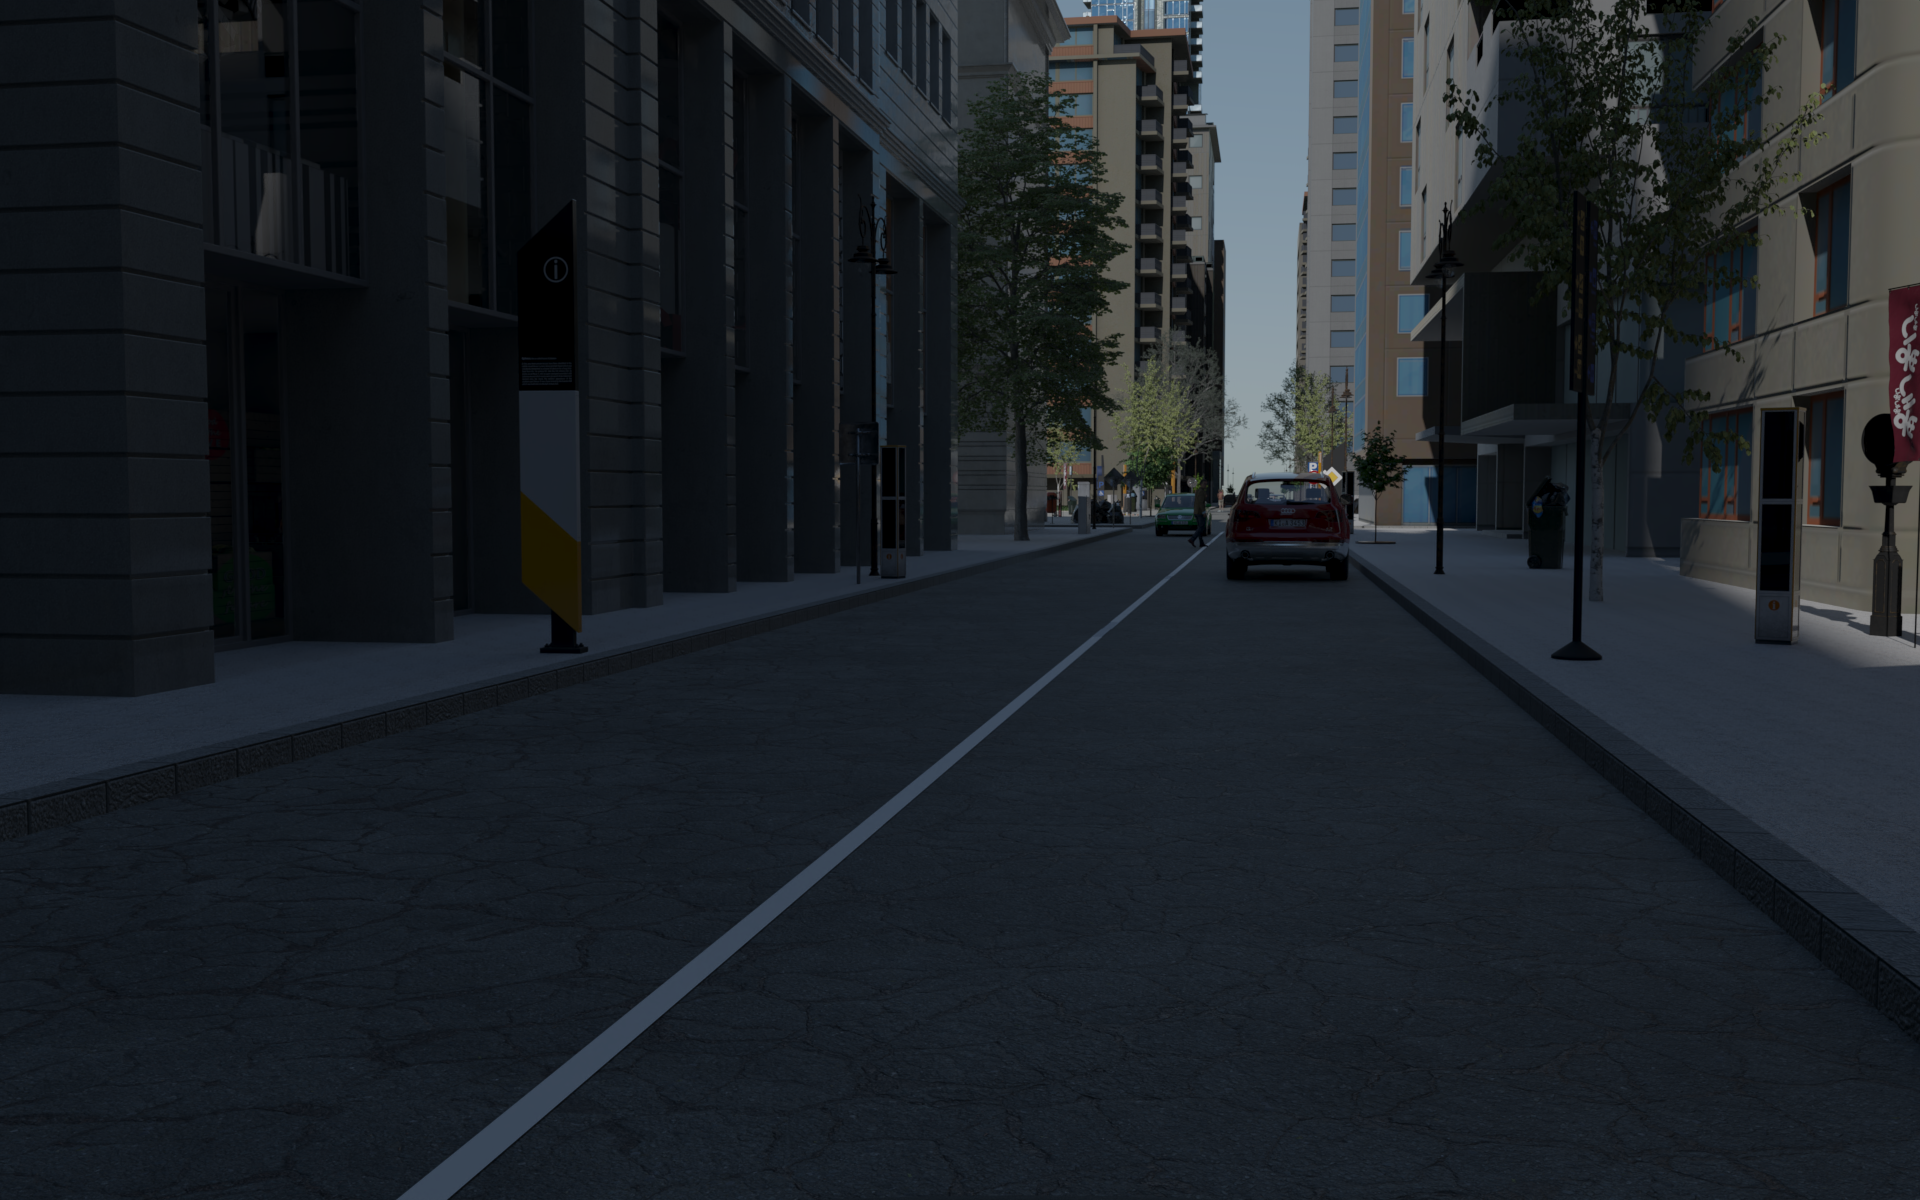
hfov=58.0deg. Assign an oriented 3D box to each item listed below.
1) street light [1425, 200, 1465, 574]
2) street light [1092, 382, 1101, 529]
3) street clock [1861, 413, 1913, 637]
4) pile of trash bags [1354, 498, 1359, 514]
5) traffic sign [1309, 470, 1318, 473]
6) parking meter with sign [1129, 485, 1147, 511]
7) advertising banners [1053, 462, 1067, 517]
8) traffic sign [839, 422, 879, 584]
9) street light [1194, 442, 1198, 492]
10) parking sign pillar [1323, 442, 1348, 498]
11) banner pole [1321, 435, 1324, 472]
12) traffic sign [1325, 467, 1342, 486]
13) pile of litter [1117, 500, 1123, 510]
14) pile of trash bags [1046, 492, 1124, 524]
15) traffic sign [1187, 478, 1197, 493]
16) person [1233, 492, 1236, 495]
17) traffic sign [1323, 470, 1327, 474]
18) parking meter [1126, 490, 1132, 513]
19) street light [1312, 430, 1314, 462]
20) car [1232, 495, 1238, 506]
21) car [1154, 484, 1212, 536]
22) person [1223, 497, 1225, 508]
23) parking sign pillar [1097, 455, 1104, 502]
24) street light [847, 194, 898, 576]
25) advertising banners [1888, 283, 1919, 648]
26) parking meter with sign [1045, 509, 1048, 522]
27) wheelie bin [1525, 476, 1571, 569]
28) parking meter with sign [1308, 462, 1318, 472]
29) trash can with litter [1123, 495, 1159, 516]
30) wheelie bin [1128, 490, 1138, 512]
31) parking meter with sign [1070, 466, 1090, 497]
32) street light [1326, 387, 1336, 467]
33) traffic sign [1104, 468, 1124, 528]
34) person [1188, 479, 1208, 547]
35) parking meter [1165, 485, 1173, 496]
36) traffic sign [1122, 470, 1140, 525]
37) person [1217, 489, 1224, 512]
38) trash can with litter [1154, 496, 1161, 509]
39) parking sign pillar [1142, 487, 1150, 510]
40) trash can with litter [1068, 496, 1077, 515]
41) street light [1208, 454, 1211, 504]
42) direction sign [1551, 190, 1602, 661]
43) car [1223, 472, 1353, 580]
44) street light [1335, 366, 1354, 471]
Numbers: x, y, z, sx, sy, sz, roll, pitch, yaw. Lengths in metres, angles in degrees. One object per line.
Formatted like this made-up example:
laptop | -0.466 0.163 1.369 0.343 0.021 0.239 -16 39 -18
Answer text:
street light | 7.678 -3.350 27.564 0.468 5.910 1.993 1 4 10
street light | 4.906 -5.527 63.159 0.468 5.910 1.993 1 4 10
street clock | 8.376 -0.675 15.609 0.358 2.002 0.471 -1 4 -20
pile of trash bags | 25.367 -6.244 111.838 1.912 1.369 3.447 -1 4 -20
traffic sign | 18.900 -5.655 92.557 0.768 2.556 0.104 1 4 11
parking meter with sign | 13.702 -8.406 133.693 0.543 3.016 1.738 -3 5 -45
advertising banners | 5.592 -6.158 96.864 0.090 3.025 2.074 -1 4 -18
traffic sign | -1.443 -1.375 24.611 0.606 2.300 0.079 1 4 18
street light | 20.216 -10.755 148.631 0.468 5.910 1.993 1 4 10
parking sign pillar | 19.413 -6.201 89.860 1.447 3.967 1.447 3 4 37
banner pole | 15.203 -5.057 72.694 0.401 3.779 0.863 1 4 8
traffic sign | 13.639 -3.666 63.586 0.795 2.450 0.064 1 4 10
pile of litter | 13.276 -7.862 142.502 1.719 0.858 1.176 -2 4 -29
pile of trash bags | 5.326 -4.004 75.221 3.447 1.369 1.912 -1 4 -10
traffic sign | 17.975 -8.195 134.088 0.768 2.556 0.104 1 4 11
person | 38.258 -14.221 241.684 0.551 1.740 0.621 2 4 31
traffic sign | 15.040 -4.147 71.448 0.795 2.450 0.064 1 4 10
parking meter | 11.348 -6.603 116.364 0.372 1.533 0.369 0 3 0
street light | 22.330 -8.373 109.679 0.468 5.910 1.993 1 4 10
car | 31.381 -11.102 193.881 2.083 1.381 4.827 1 4 9
car | 7.793 -3.147 60.253 1.959 1.807 4.718 1 4 11
person | 27.496 -10.353 181.001 0.697 1.427 0.421 2 4 33
parking sign pillar | 9.669 -7.980 118.937 1.447 3.967 1.447 0 4 2
street light | -1.345 -3.318 27.031 0.468 5.910 1.993 1 4 10
advertising banners | 7.994 -1.078 13.814 0.090 3.025 2.074 0 4 -4
parking meter with sign | 3.594 -5.108 79.780 0.543 3.016 1.738 1 4 20
wheelie bin | 10.135 -1.343 29.860 0.693 1.594 0.980 2 4 24
parking meter with sign | 19.493 -6.094 95.896 0.543 3.016 1.738 1 4 9
trash can with litter | 10.439 -5.677 103.883 2.233 1.210 1.678 -3 4 -37
wheelie bin | 12.243 -7.085 123.751 0.693 1.594 0.980 -2 4 -34
parking meter with sign | 7.756 -6.850 108.252 1.738 3.016 0.543 0 4 -7
street light | 16.000 -6.221 74.499 0.468 5.910 1.993 1 4 10
traffic sign | 5.772 -3.753 65.003 0.795 2.450 0.064 1 4 10
person | 6.471 -2.340 46.675 0.836 1.842 0.656 -3 5 -41
parking meter | 12.550 -6.015 104.053 0.399 1.863 0.255 -3 4 -36
traffic sign | 7.173 -4.234 72.865 0.795 2.450 0.064 1 4 10
person | 21.483 -8.188 142.342 0.573 1.828 0.580 3 5 44
trash can with litter | 16.696 -8.135 144.394 1.055 1.170 0.624 0 4 6
parking sign pillar | 14.180 -9.016 135.878 1.447 3.967 1.447 3 5 42
trash can with litter | 7.086 -5.824 106.609 0.624 1.170 1.055 -2 4 -33
street light | 26.512 -12.919 184.016 0.468 5.910 1.993 1 4 10
direction sign | 4.805 -1.309 13.392 0.379 3.537 0.876 2 4 30
car | 5.761 -1.334 30.481 2.281 1.827 5.304 1 4 11
street light | 13.993 -5.507 62.823 0.468 5.910 1.993 1 4 10
